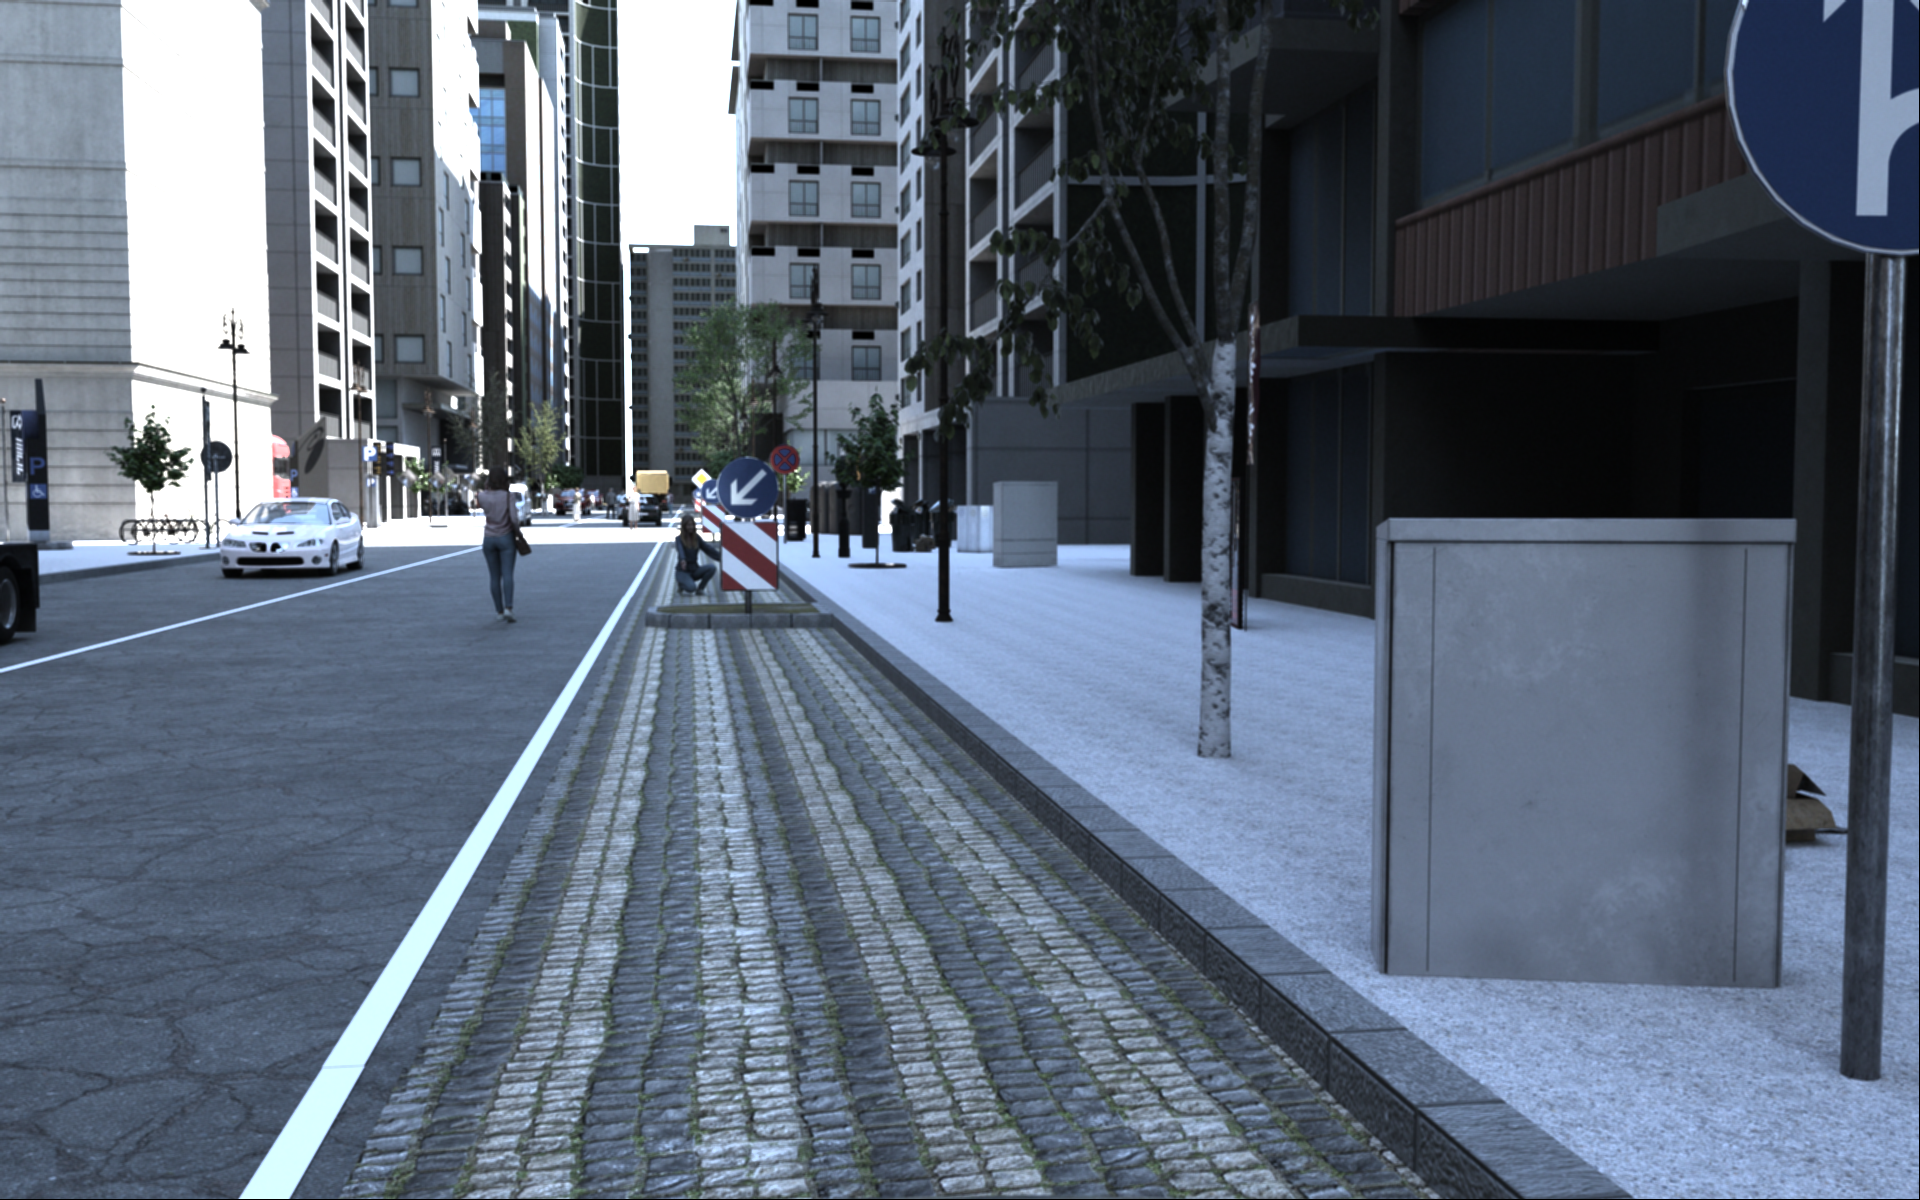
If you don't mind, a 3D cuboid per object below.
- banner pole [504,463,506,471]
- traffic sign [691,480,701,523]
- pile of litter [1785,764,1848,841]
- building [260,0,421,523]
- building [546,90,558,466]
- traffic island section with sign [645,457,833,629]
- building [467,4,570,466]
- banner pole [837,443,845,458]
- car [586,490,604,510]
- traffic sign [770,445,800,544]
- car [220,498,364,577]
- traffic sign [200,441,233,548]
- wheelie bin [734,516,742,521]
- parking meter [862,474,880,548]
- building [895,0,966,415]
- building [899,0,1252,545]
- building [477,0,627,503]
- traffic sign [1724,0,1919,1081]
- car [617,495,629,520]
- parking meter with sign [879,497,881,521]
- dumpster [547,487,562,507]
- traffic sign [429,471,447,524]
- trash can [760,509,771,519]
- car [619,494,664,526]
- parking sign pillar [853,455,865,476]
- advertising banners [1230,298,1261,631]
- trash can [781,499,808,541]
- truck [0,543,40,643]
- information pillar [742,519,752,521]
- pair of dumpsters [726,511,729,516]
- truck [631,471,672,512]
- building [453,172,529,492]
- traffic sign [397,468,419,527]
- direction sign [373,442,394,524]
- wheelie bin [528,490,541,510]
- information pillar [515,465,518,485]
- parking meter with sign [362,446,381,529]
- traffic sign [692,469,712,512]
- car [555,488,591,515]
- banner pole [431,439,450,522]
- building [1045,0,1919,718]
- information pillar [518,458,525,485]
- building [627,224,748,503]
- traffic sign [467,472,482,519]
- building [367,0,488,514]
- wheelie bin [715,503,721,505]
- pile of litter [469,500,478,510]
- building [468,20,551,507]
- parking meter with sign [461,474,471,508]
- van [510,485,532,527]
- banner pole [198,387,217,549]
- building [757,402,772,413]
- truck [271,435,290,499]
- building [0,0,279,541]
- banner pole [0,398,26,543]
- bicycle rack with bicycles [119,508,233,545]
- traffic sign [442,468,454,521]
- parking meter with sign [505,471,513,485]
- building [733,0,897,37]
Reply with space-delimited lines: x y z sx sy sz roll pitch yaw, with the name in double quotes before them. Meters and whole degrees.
"banner pole" -36.351 -9.085 138.549 0.401 3.779 0.863 -1 4 -19
"traffic sign" -11.438 -4.449 76.380 0.795 2.450 0.064 -1 4 -9
"pile of litter" 2.674 0.460 6.441 1.719 0.858 1.176 -1 4 -10
"building" -37.874 -39.453 83.307 20.563 71.187 20.611 -1 4 -9
"building" -50.141 -32.544 182.207 14.600 45.320 14.200 -1 4 -9
"traffic island section with sign" -2.478 -0.647 19.205 1.989 1.847 2.006 -1 4 -9
"building" -61.681 -40.697 207.390 28.212 58.520 21.231 -1 4 -9
"banner pole" -5.312 -5.338 77.292 0.401 3.779 0.863 -2 4 -34
"car" -33.222 -9.003 155.879 2.281 1.827 5.304 -1 4 -10
"traffic sign" -4.522 -2.730 44.734 0.768 2.556 0.104 0 4 -8
"car" -12.085 -1.174 31.555 2.083 1.381 4.827 -1 4 -10
"traffic sign" -17.794 -2.529 41.462 0.768 2.556 0.104 0 4 -1
"wheelie bin" -9.861 -4.299 78.191 0.980 1.594 0.693 0 4 -6
"parking meter" -2.107 -2.160 41.035 0.399 1.863 0.255 -1 4 -17
"building" 4.391 -19.470 90.034 14.107 30.474 14.160 -1 4 -9
"building" 9.671 -37.257 47.408 20.563 71.187 20.611 -1 4 -9
"building" -57.850 -49.202 242.711 20.611 71.187 20.563 -1 4 -9
"traffic sign" 1.989 -0.223 3.747 0.768 2.556 0.104 0 4 -2
"car" -18.263 -5.208 97.146 2.014 1.417 4.499 -1 4 -8
"parking meter with sign" -4.109 -5.211 81.460 1.738 3.016 0.543 -3 5 -41
"dumpster" -34.394 -8.647 147.141 1.264 1.857 1.865 -1 4 -9
"traffic sign" -22.502 -4.345 74.679 0.795 2.450 0.064 -1 4 -9
"trash can" -10.178 -4.823 90.513 0.748 1.137 0.748 0 3 0
"car" -14.345 -4.178 78.104 2.009 1.686 4.222 -1 4 -10
"parking sign pillar" -6.169 -7.296 107.763 1.447 3.967 1.447 2 4 25
"advertising banners" 2.661 -1.248 16.597 0.090 3.025 2.074 0 3 0
"trash can" -4.517 -2.185 47.382 0.748 1.137 0.748 0 3 0
"truck" -8.712 -1.102 7.779 2.967 4.110 18.799 -1 4 -10
"information pillar" -8.269 -3.836 67.206 0.304 2.012 0.304 3 4 38
"pair of dumpsters" -13.527 -6.175 103.447 1.574 2.255 4.437 -1 4 -9
"truck" -25.791 -9.128 145.161 3.469 3.379 9.791 -1 4 -11
"building" -46.424 -23.389 154.104 14.160 30.474 14.107 -1 4 -9
"traffic sign" -21.269 -3.862 66.789 0.795 2.450 0.064 -1 4 -9
"direction sign" -25.103 -5.107 75.499 0.876 3.537 0.379 -1 4 -9
"wheelie bin" -34.414 -8.095 140.267 0.980 1.594 0.693 0 4 -6
"information pillar" -35.669 -9.084 139.878 0.504 3.616 0.183 0 4 7
"parking meter with sign" -21.710 -4.145 64.027 0.543 3.016 1.738 -1 4 -13
"traffic sign" -10.205 -3.966 68.490 0.795 2.450 0.064 -1 4 -9
"car" -26.264 -6.670 117.735 2.281 1.827 5.304 0 4 -7
"banner pole" -23.679 -5.439 78.946 0.863 3.779 0.401 0 3 0
"building" 14.132 -22.050 15.150 22.147 44.769 28.867 -1 4 -9
"information pillar" -28.458 -7.435 112.921 0.183 3.616 0.504 0 4 5
"building" -36.032 -34.269 252.182 23.993 40.220 32.217 -1 4 -9
"traffic sign" -25.030 -5.392 89.337 0.795 2.450 0.064 0 4 -4
"building" -47.544 -32.277 116.973 28.713 52.752 27.495 -1 4 -9
"wheelie bin" -20.022 -8.272 143.150 0.693 1.594 0.980 1 4 16
"pile of litter" -40.021 -7.803 141.537 1.176 0.858 1.719 3 5 42
"building" -48.276 -31.670 167.915 14.600 45.320 14.200 -1 4 -9
"parking meter with sign" -38.748 -8.523 135.613 0.543 3.016 1.738 -2 4 -27
"van" -20.064 -4.286 77.086 2.013 2.044 4.112 -1 4 -9
"banner pole" -17.716 -3.105 40.788 0.401 3.779 0.863 -1 4 -11
"building" -12.157 -23.943 163.167 14.160 30.474 14.107 -1 4 -9
"truck" -31.638 -4.843 68.104 11.283 4.237 2.839 -1 4 -9
"building" -44.908 -16.792 50.969 44.131 29.872 17.030 -1 4 -9
"banner pole" -24.842 -3.394 45.516 0.863 3.779 0.401 -1 4 -14
"bicycle rack with bicycles" -20.604 -1.956 45.359 2.925 0.926 2.852 -2 4 -34
"traffic sign" -24.771 -5.102 83.530 0.768 2.556 0.104 0 4 -4
"parking meter with sign" -33.465 -8.108 128.827 0.543 3.016 1.738 1 4 16
"building" -9.448 -36.384 184.123 28.713 52.752 27.495 -1 4 -9
